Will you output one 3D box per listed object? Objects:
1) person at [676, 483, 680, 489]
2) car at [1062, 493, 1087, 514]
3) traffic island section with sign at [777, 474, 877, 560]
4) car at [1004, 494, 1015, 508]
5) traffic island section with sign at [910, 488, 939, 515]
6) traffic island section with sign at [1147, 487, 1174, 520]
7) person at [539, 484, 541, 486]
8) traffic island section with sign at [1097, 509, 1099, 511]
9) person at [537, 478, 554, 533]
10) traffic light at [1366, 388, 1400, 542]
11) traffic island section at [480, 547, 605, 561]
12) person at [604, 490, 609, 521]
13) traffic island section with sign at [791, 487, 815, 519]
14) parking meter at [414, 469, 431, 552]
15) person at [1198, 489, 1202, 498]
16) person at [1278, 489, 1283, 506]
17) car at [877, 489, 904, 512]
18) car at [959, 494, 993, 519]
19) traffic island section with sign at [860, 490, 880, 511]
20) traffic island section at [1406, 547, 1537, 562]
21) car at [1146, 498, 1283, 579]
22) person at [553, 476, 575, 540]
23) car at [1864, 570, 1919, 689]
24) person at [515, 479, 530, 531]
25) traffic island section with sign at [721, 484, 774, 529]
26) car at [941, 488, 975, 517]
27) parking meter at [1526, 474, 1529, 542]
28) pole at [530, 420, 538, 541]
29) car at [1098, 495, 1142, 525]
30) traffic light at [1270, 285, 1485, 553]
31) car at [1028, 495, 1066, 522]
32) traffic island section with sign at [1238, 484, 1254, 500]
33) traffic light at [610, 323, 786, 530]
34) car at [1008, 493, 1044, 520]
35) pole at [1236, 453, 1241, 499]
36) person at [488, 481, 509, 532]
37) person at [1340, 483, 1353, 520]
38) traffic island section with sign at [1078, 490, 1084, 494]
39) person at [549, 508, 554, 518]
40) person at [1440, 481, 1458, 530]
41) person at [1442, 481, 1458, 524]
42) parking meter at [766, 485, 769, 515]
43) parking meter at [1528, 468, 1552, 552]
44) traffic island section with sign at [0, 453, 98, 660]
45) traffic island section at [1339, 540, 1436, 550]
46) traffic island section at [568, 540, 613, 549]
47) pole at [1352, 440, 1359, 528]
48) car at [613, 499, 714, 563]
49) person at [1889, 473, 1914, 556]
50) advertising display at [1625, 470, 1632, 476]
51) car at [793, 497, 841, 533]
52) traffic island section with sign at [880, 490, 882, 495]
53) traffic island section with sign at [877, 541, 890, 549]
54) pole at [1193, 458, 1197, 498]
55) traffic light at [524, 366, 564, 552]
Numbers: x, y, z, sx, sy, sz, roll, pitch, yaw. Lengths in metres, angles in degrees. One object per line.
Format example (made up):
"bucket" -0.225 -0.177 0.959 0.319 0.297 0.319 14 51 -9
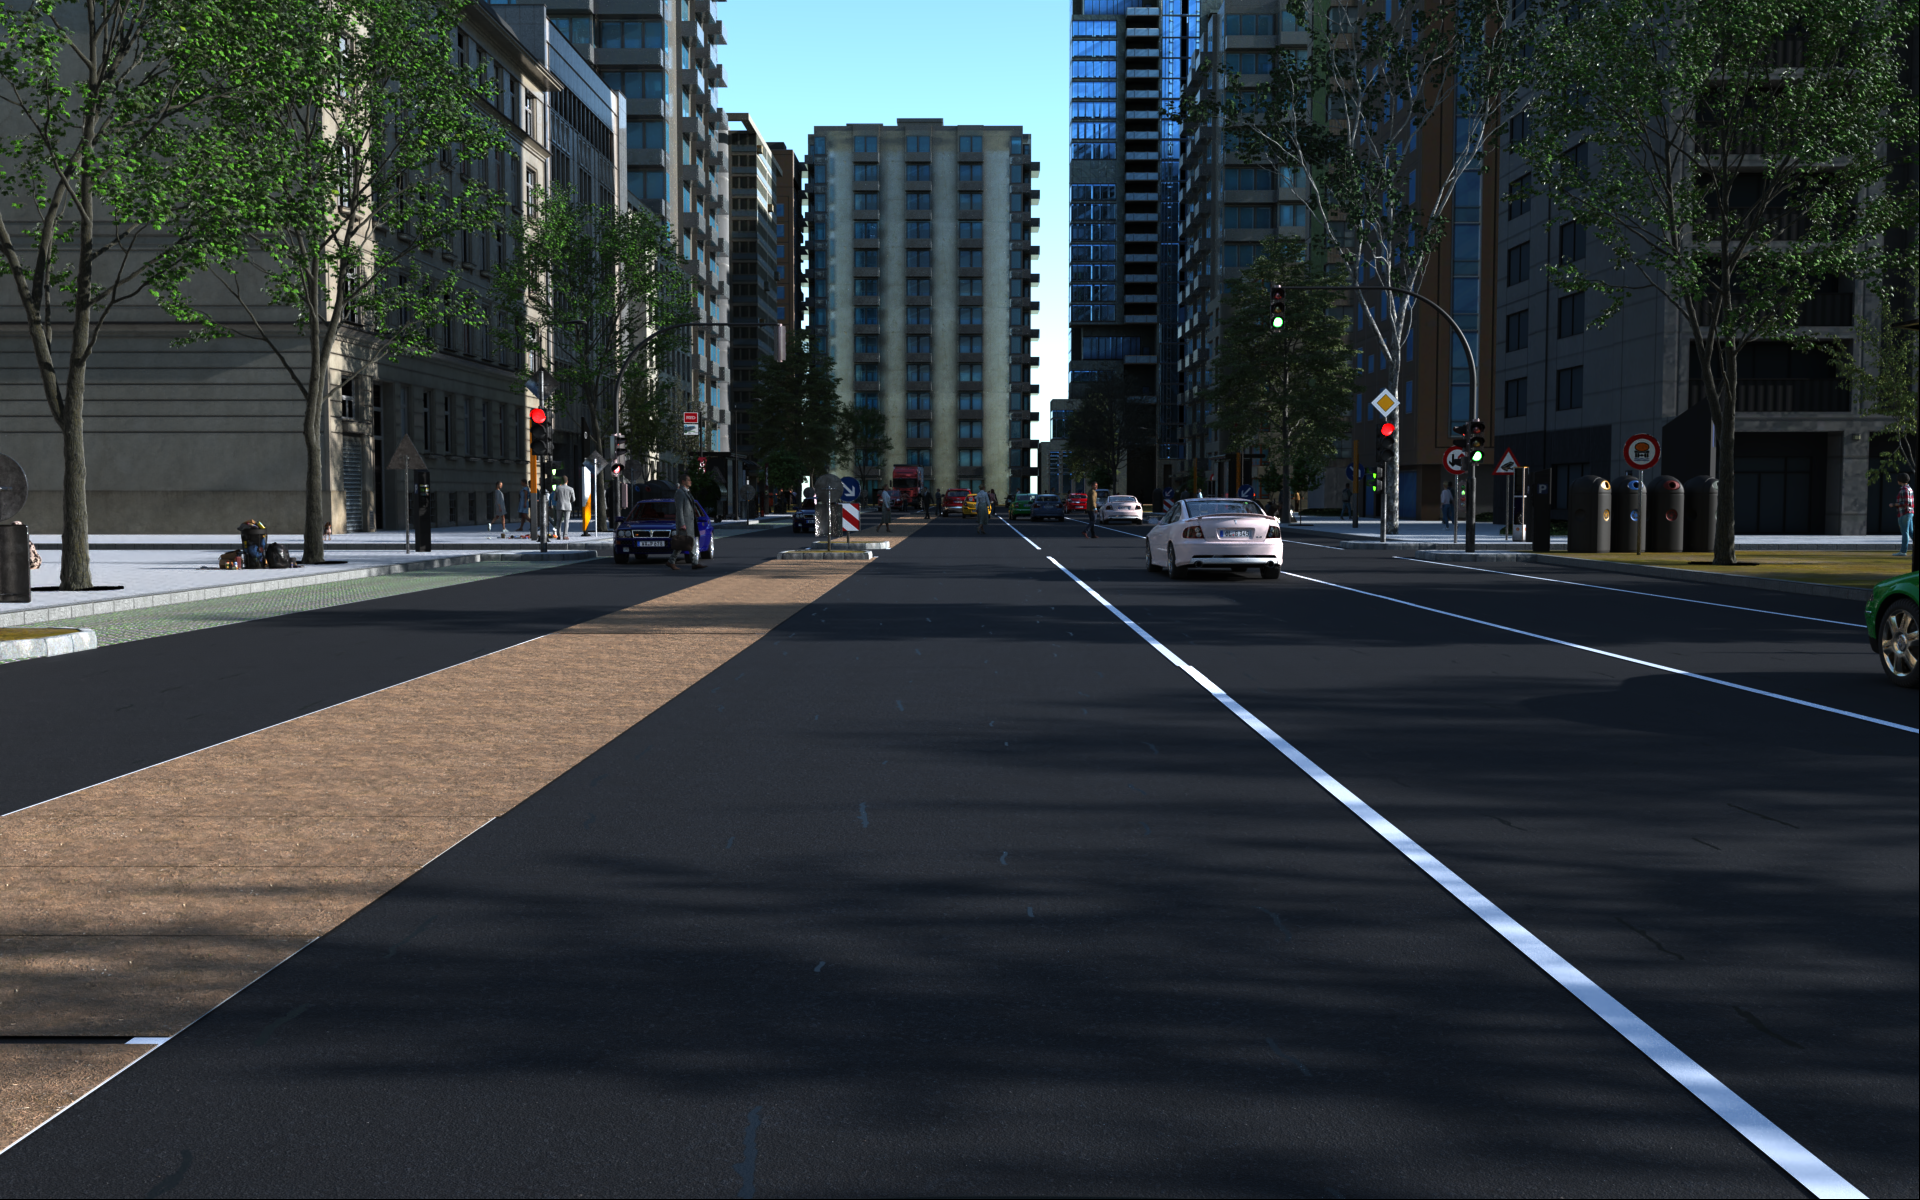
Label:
"person" -12.764 -4.413 78.689 0.782 1.767 0.515 -1 4 -17
"car" 8.537 -7.176 126.373 2.155 1.783 4.494 0 4 -1
"traffic island section with sign" -2.966 -1.853 38.441 2.006 1.907 1.989 0 4 0
"car" 5.643 -10.475 181.050 2.009 1.686 4.222 0 4 -1
"traffic island section with sign" -2.451 -6.902 120.985 2.006 1.907 1.989 0 4 0
"traffic island section with sign" 11.609 -5.468 98.026 1.989 1.847 2.006 0 4 0
"person" -17.664 -4.090 73.134 0.641 1.798 0.478 0 4 -6
"traffic island section with sign" 11.925 -8.524 148.001 1.989 1.847 2.006 0 4 0
"person" -13.608 -3.131 57.082 0.795 1.843 0.661 -1 4 -23
"traffic light" 11.243 -3.490 45.985 0.839 4.253 0.868 0 4 0
"traffic island section" -9.208 -0.976 38.246 2.009 0.180 2.903 0 4 0
"person" -16.681 -4.568 81.011 0.520 1.790 0.573 -3 5 -43
"traffic island section with sign" -8.509 -5.466 98.002 1.989 1.847 2.006 0 4 0
"parking meter" -11.939 -2.004 38.469 0.255 1.863 0.399 -2 4 -35
"person" 14.547 -5.952 105.174 0.330 1.601 0.589 2 4 28
"person" 17.859 -5.465 95.492 0.694 1.812 0.767 0 4 7
"car" -5.714 -8.271 143.902 2.281 1.827 5.304 0 4 1
"car" 0.973 -5.646 102.538 2.015 1.641 3.980 0 4 0
"traffic island section with sign" -8.185 -8.585 148.997 1.989 1.847 2.006 0 4 0
"traffic island section" 11.233 -0.968 38.114 2.009 0.180 2.903 0 4 0
"car" 4.425 -1.113 30.560 2.083 1.381 4.827 0 4 -2
"person" -11.146 -2.602 48.778 0.606 1.804 0.583 -1 4 -13
"car" 7.848 -0.160 11.418 1.959 1.807 4.718 0 4 -1
"person" -15.072 -3.306 60.190 0.778 1.811 0.616 0 4 5
"traffic island section with sign" -8.679 -3.807 70.878 1.989 1.847 2.006 0 4 0
"car" -0.058 -6.102 108.436 2.281 1.827 5.304 0 4 1
"parking meter" 15.272 -2.475 46.176 0.255 1.863 0.399 0 4 4
"pole" -11.750 -3.295 47.723 0.158 3.312 0.155 0 3 0
"car" 7.640 -4.285 82.420 2.083 1.381 4.827 0 4 1
"traffic light" 9.100 -3.866 37.872 4.771 5.953 1.251 0 4 0
"car" 4.591 -4.843 91.187 2.014 1.417 4.499 0 4 2
"traffic island section with sign" 11.445 -3.796 70.697 1.989 1.847 2.006 0 4 0
"traffic light" -7.026 -4.370 46.118 4.771 5.953 1.251 0 4 0
"car" 3.675 -5.347 96.212 1.959 1.807 4.718 0 4 -2
"pole" 13.675 -5.579 85.063 0.158 3.312 0.155 0 3 0
"person" -15.660 -3.179 58.772 0.466 1.731 0.760 3 5 40
"person" 19.103 -4.864 85.558 0.713 1.824 0.794 0 4 -8
"traffic island section with sign" 12.086 -10.202 175.436 1.989 1.847 2.006 0 4 0
"person" -16.195 -3.732 67.548 0.515 1.767 0.782 -3 5 -42
"person" 17.350 -3.336 61.260 0.598 1.740 0.731 2 4 34
"person" 20.826 -4.146 73.822 0.713 1.824 0.794 -2 4 -26
"parking meter" -12.009 -6.232 107.610 0.255 1.863 0.399 0 4 -8
"parking meter" 12.948 -2.012 38.600 0.399 1.863 0.255 1 4 13
"traffic island section with sign" -9.024 -0.428 15.624 1.989 1.847 2.006 0 4 0
"traffic island section" 11.283 -1.457 46.099 2.009 0.180 2.903 0 4 0
"traffic island section" -9.158 -1.465 46.231 2.009 0.180 2.903 0 4 0
"pole" 14.980 -4.385 65.539 0.158 3.312 0.155 0 3 0
"car" -6.300 -1.493 36.997 1.945 1.354 3.894 0 4 -1
"person" 19.636 -1.775 35.901 0.643 1.720 0.563 3 4 38
"advertising display" 18.159 -2.561 47.079 0.123 1.923 0.974 1 4 17
"car" -5.264 -3.219 65.206 1.945 1.354 3.894 0 4 2
"traffic island section with sign" -8.020 -10.235 175.962 1.989 1.847 2.006 0 4 0
"traffic island section with sign" -2.910 -2.307 45.848 2.006 1.907 1.989 0 4 0
"pole" 13.248 -6.344 97.563 0.158 3.312 0.155 0 3 0
"traffic light" -9.168 -3.009 38.111 0.839 4.253 0.868 0 4 0
